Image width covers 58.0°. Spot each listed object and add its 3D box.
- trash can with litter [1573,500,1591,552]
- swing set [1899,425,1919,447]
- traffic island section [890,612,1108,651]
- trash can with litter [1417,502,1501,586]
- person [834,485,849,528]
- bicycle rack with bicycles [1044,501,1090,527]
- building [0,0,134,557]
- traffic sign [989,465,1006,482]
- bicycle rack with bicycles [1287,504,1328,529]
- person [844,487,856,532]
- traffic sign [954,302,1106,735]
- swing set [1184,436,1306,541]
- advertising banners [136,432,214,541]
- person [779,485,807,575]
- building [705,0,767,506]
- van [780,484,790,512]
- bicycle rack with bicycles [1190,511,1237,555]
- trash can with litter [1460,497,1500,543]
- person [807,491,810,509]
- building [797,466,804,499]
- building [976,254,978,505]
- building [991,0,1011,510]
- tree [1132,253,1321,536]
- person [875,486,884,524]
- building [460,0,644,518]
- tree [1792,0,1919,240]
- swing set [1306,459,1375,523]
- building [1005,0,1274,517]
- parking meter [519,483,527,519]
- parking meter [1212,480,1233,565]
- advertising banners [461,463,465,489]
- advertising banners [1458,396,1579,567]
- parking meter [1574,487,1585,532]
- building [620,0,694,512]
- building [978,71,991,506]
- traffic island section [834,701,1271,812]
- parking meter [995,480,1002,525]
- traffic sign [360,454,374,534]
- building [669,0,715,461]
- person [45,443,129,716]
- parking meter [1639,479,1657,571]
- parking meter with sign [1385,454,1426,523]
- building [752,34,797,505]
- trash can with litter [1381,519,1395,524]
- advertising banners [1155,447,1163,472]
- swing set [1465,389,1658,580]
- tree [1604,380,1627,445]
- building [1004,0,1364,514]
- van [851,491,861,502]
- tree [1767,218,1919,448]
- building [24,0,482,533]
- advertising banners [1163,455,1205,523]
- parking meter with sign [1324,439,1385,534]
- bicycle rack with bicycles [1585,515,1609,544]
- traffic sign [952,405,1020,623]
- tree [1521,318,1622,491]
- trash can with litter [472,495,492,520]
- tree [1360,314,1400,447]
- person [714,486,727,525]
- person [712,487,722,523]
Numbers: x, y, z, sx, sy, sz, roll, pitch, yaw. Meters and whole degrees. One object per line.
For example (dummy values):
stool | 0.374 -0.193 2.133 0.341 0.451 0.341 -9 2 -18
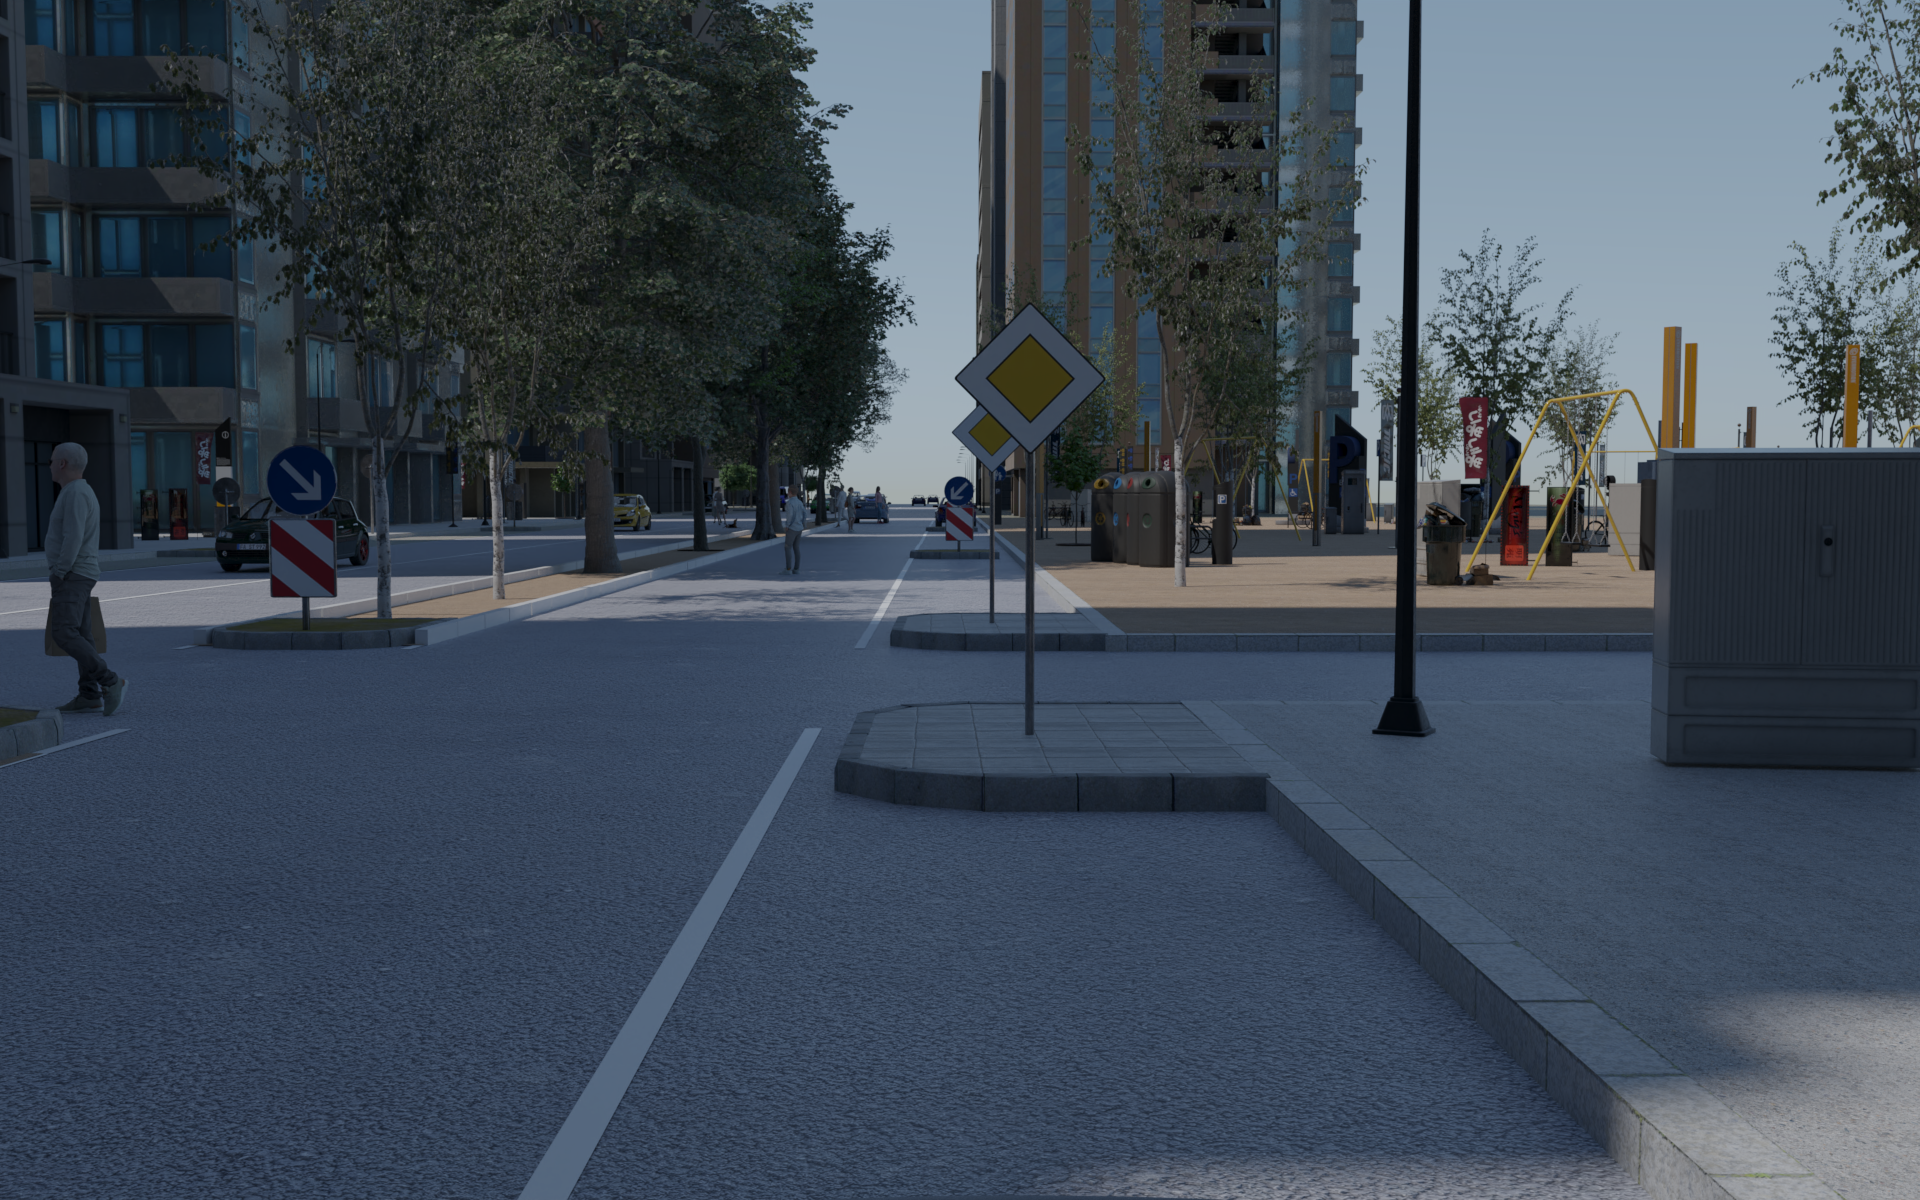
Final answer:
trash can with litter | 13.654 -1.664 38.600 0.624 1.170 1.055 3 5 40
swing set | 21.614 -2.479 38.152 2.862 2.851 3.119 0 4 4
traffic island section | 0.338 0.308 17.237 2.009 0.180 2.903 0 4 0
trash can with litter | 7.030 -0.797 24.422 1.055 1.170 0.624 0 4 -8
person | -4.986 -4.021 74.116 0.818 1.842 0.514 0 4 7
bicycle rack with bicycles | 3.823 -3.328 67.787 2.852 0.926 2.925 0 4 6
building | -29.608 -36.437 33.995 20.563 71.187 20.611 0 4 0
traffic sign | 1.625 -4.586 75.087 0.768 2.556 0.104 0 4 5
bicycle rack with bicycles | 13.629 -3.122 64.420 2.925 0.926 2.852 -1 4 -17
person | -4.089 -3.387 64.876 0.522 1.701 0.512 -1 4 -18
traffic sign | 0.368 -0.338 9.175 0.795 2.450 0.064 0 4 0
swing set | 7.421 -3.096 48.244 2.862 2.851 3.119 -2 4 -27
advertising banners | -21.809 -3.182 48.216 2.074 3.025 0.090 -3 4 -39
person | -2.981 -1.265 30.998 0.330 1.601 0.589 3 4 38
building | -35.612 -36.733 189.824 28.713 52.752 27.495 0 4 0
van | -15.027 -8.425 142.127 2.240 2.365 5.245 0 4 2
bicycle rack with bicycles | 4.543 -1.465 37.337 2.925 0.926 2.852 0 4 -6
trash can with litter | 13.650 -2.116 45.656 2.233 1.210 1.678 0 4 -7
person | -14.348 -9.504 164.602 0.721 1.735 1.217 0 4 -2
building | -29.211 -36.072 239.886 14.600 45.320 14.200 0 4 0
building | 8.902 -26.767 209.342 14.160 30.474 14.107 0 4 0
building | 13.205 -37.338 152.477 21.231 58.520 28.212 0 4 0
tree | 8.594 -6.287 53.161 4.737 8.622 4.395 0 3 0
person | -3.894 -4.572 83.265 0.388 1.821 0.555 1 4 22
building | -31.922 -27.607 105.993 22.147 44.769 28.867 0 4 0
tree | 11.279 -4.217 19.318 4.360 8.622 3.978 0 3 0
swing set | 16.584 -4.896 77.662 3.119 2.851 2.862 -1 4 -12
building | 9.807 -27.559 100.693 14.600 45.320 14.200 0 4 0
parking meter | -22.676 -5.140 89.752 0.399 1.863 0.255 1 4 15
parking meter | 4.769 -1.410 31.463 0.372 1.533 0.369 0 3 0
advertising banners | -26.578 -5.749 90.180 2.074 3.025 0.090 1 4 18
advertising banners | 9.914 -2.117 30.802 2.074 3.025 0.090 1 4 19
parking meter | 20.915 -3.066 58.548 0.372 1.533 0.369 0 3 0
building | -30.516 -42.302 129.890 20.563 71.187 20.611 0 4 0
building | 12.852 -34.697 190.996 21.300 48.544 21.600 0 4 0
traffic island section | 0.392 0.797 9.252 2.009 0.180 2.903 0 4 0
parking meter | 1.530 -4.081 72.437 0.399 1.863 0.255 -1 4 -13
traffic sign | -18.897 -3.396 55.631 0.768 2.556 0.104 0 4 2
building | -28.617 -30.456 148.065 14.600 45.320 14.200 0 4 0
person | -5.775 -0.148 11.411 0.515 1.767 0.782 -2 4 -24
parking meter | 11.633 -1.267 29.122 0.372 1.533 0.369 0 3 0
parking meter with sign | 19.675 -4.919 76.693 1.738 3.016 0.543 2 4 33
building | -32.443 -41.354 218.136 21.231 58.520 28.212 0 4 0
trash can with litter | 18.647 -3.858 74.133 1.678 1.210 2.233 1 4 21
advertising banners | 7.097 -4.181 64.554 0.090 3.025 2.074 2 4 25
swing set | 9.814 -1.798 27.025 2.862 2.851 3.119 0 4 -2
tree | 28.642 -8.004 81.229 4.737 8.622 4.395 0 3 0
building | 15.165 -30.782 122.902 23.786 49.044 30.456 0 4 0
van | -14.093 -13.822 232.998 2.013 2.044 4.112 0 4 -2
tree | 23.925 -5.928 47.280 4.737 8.622 4.395 0 3 0
building | -33.178 -27.432 68.118 23.786 49.044 30.456 0 4 0
advertising banners | 9.862 -4.937 76.913 2.074 3.025 0.090 2 4 27
parking meter with sign | 12.502 -3.600 55.128 1.738 3.016 0.543 0 4 2
bicycle rack with bicycles | 16.897 -1.792 42.677 2.925 0.926 2.852 0 4 3
traffic sign | 0.315 -0.827 17.160 0.795 2.450 0.064 0 4 0
tree | 25.921 -7.510 73.155 4.360 8.622 3.978 0 3 0
trash can with litter | -24.009 -4.701 87.920 1.678 1.210 2.233 -2 4 -34
tree | 17.559 -7.139 67.080 4.737 8.622 4.395 0 3 0
person | -10.977 -4.318 79.441 0.599 1.781 0.374 2 4 24
person | -11.805 -4.618 84.234 0.478 1.798 0.641 -3 4 -38
